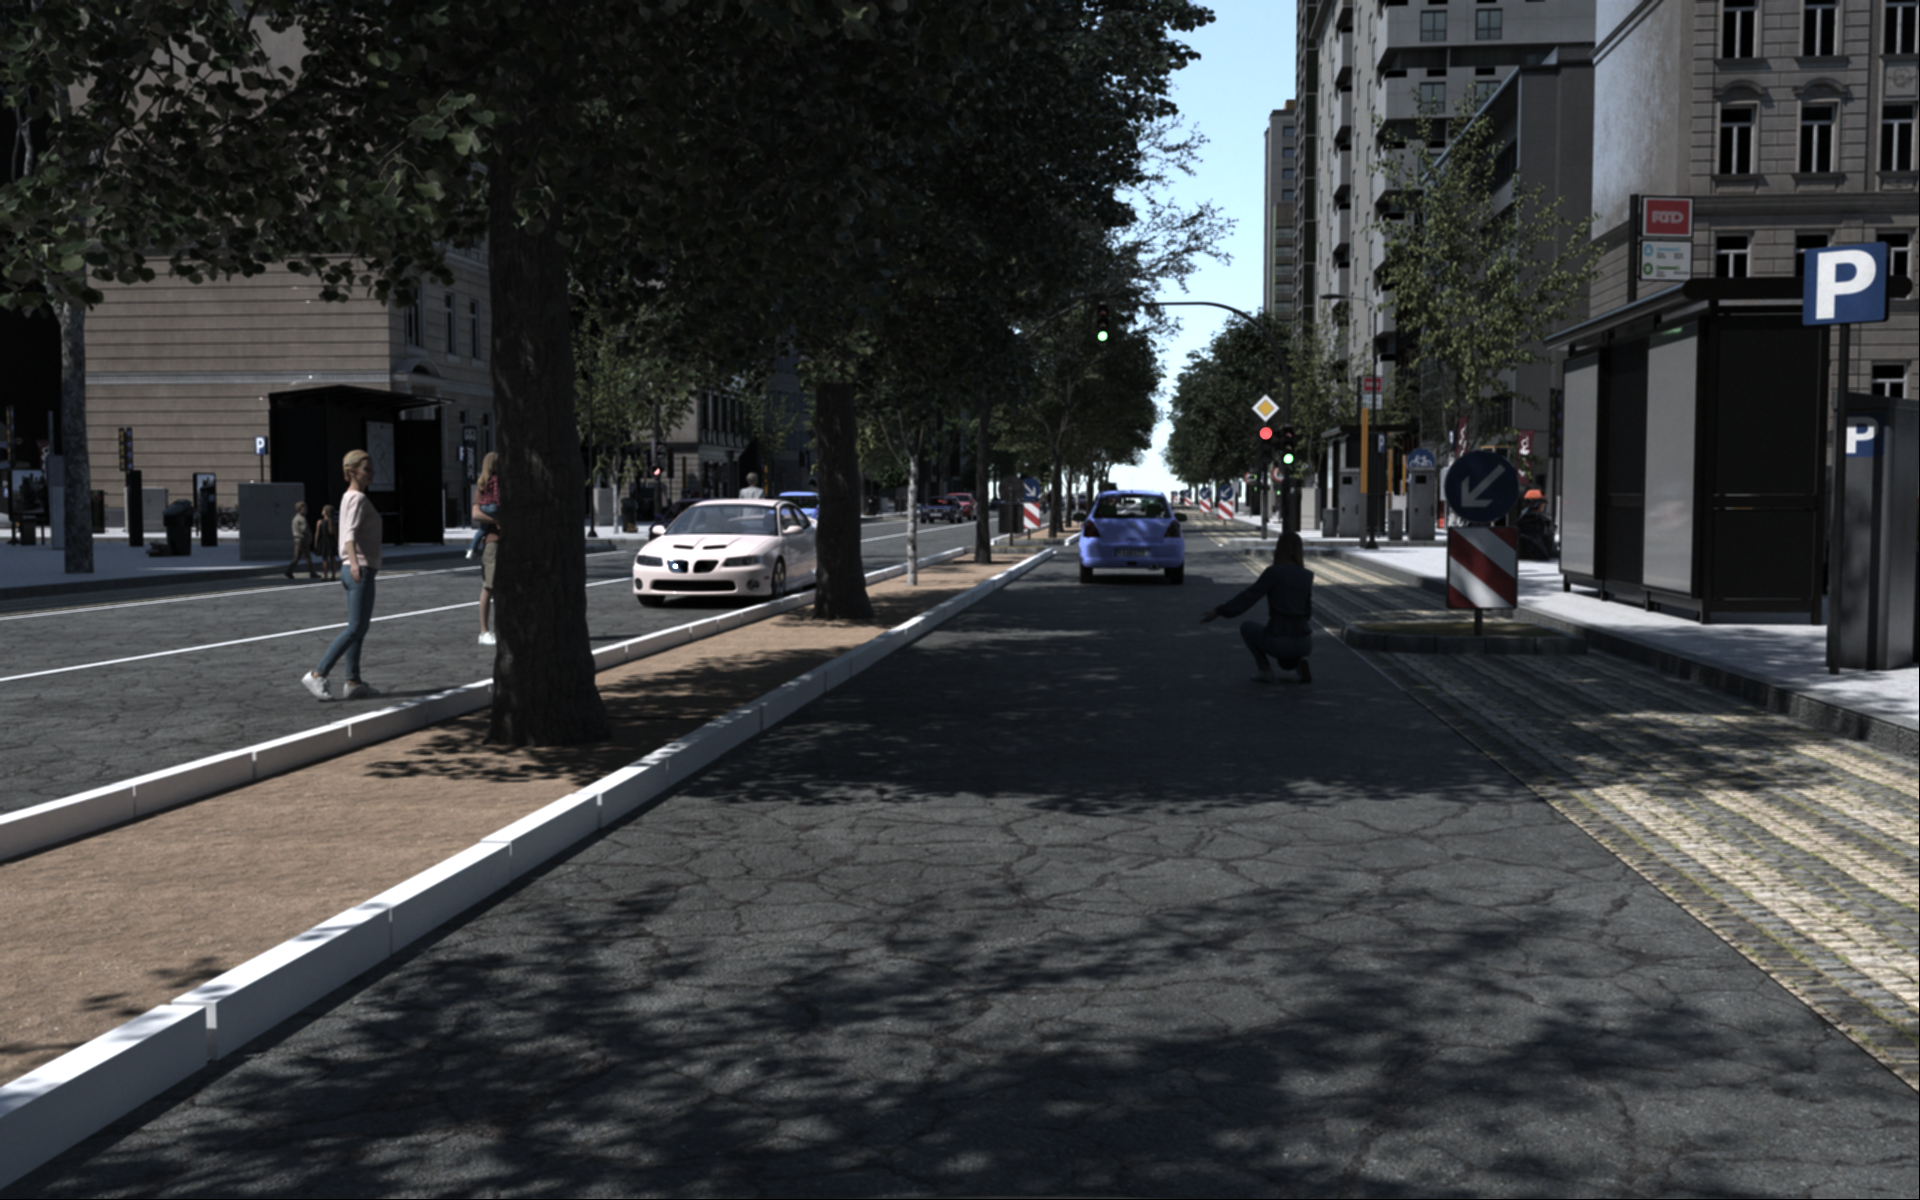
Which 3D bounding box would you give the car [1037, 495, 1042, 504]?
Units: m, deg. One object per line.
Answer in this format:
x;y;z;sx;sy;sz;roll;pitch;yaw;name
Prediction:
9.742;-12.399;215.304;1.945;1.354;3.894;0;4;7;car

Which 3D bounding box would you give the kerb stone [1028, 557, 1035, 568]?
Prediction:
1.298;-0.682;33.384;0.120;0.150;1.000;0;4;6;kerb stone

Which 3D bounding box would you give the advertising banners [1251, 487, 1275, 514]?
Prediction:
19.615;-7.026;111.055;2.074;3.025;0.090;0;4;-4;advertising banners

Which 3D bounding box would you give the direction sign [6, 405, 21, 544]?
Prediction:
-24.418;-3.219;44.628;0.379;3.537;0.876;-3;5;-39;direction sign

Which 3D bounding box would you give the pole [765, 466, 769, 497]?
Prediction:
-12.232;-7.084;109.668;0.158;3.312;0.155;0;3;0;pole

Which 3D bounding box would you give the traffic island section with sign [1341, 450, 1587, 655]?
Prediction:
4.663;-0.471;16.335;1.989;1.847;2.006;0;4;6;traffic island section with sign

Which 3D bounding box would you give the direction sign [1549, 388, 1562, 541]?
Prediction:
12.825;-2.775;37.368;0.379;3.537;0.876;2;4;33;direction sign

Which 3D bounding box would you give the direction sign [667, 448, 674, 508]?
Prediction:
-14.354;-5.745;85.932;0.379;3.537;0.876;1;4;10;direction sign

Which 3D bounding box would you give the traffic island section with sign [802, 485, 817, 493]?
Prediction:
-6.398;-3.944;73.107;1.989;1.847;2.006;0;4;6;traffic island section with sign

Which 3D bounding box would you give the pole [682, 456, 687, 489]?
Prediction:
-14.935;-6.121;93.916;0.158;3.312;0.155;0;3;0;pole

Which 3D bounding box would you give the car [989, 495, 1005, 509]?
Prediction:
3.758;-9.138;161.982;1.945;1.354;3.894;0;4;6;car

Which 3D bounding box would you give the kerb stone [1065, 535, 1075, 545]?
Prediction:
3.185;-1.715;50.301;0.120;0.150;1.000;0;4;6;kerb stone

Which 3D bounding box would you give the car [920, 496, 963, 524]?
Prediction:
-0.903;-4.460;85.507;1.945;1.354;3.894;0;4;8;car

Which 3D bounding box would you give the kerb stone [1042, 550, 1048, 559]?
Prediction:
1.755;-0.934;37.468;0.120;0.150;1.000;0;4;6;kerb stone

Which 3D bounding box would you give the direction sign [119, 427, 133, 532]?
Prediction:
-28.408;-4.101;59.045;0.876;3.537;0.379;3;4;38;direction sign

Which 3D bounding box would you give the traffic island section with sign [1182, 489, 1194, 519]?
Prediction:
13.816;-5.495;98.479;1.989;1.847;2.006;0;4;6;traffic island section with sign

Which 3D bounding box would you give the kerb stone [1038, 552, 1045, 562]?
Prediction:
1.642;-0.872;36.450;0.120;0.150;1.000;0;4;6;kerb stone

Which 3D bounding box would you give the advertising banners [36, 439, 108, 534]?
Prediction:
-28.543;-3.639;55.689;0.090;3.025;2.074;3;5;45;advertising banners

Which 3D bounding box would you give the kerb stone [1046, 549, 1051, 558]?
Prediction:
1.870;-0.991;38.486;0.120;0.150;1.000;0;4;6;kerb stone

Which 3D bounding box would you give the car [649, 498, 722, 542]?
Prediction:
-5.963;-1.679;40.038;1.945;1.354;3.894;0;4;6;car

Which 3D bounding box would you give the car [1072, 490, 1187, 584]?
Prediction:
2.843;-1.185;28.968;1.945;1.707;3.694;0;4;4;car

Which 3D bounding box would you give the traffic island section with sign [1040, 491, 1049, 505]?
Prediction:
11.336;-13.647;231.750;1.989;1.847;2.006;0;4;6;traffic island section with sign

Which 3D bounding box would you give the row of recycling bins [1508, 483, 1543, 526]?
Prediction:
20.116;-3.427;63.148;3.534;1.692;1.069;-3;5;-40;row of recycling bins

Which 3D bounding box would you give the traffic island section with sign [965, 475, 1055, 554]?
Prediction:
1.186;-2.067;41.925;2.006;1.907;1.989;0;4;6;traffic island section with sign

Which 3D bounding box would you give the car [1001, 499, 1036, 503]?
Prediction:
3.253;-4.995;93.667;2.014;1.417;4.499;1;4;8;car

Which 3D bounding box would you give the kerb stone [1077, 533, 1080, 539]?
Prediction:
3.525;-1.899;53.353;0.120;0.150;1.000;0;4;6;kerb stone

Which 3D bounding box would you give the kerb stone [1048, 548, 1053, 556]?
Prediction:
1.984;-1.058;39.502;0.120;0.150;1.000;0;4;6;kerb stone

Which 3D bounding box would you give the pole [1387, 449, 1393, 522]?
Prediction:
19.474;-5.173;78.423;0.158;3.312;0.155;0;3;0;pole

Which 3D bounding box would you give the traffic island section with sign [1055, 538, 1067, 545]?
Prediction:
2.018;-2.517;49.286;2.006;1.907;1.989;0;4;6;traffic island section with sign

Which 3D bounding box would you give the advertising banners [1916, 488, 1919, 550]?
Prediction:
19.819;-2.506;37.154;2.074;3.025;0.090;0;4;5;advertising banners

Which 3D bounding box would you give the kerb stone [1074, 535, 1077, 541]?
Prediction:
3.300;-1.781;51.317;0.120;0.150;1.000;0;4;6;kerb stone

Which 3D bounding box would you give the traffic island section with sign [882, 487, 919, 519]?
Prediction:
-3.408;-5.582;99.897;1.989;1.847;2.006;0;4;6;traffic island section with sign

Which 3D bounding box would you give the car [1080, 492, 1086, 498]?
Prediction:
18.782;-15.335;259.400;2.281;1.827;5.304;0;4;6;car

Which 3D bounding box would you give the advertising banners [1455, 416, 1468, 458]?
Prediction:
11.458;-2.574;38.274;0.090;3.025;2.074;-1;4;-11;advertising banners

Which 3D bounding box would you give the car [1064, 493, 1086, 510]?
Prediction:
10.295;-8.797;152.871;2.155;1.783;4.494;0;4;4;car

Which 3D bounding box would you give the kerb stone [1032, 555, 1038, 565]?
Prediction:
1.406;-0.747;34.404;0.120;0.150;1.000;0;4;6;kerb stone

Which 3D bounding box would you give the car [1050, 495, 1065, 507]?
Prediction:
11.033;-11.349;197.555;2.014;1.417;4.499;0;4;5;car

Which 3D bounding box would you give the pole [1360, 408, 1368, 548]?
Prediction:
9.597;-2.893;41.137;0.158;3.312;0.155;0;3;0;pole

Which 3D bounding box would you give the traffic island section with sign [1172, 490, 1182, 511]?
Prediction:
19.332;-8.513;147.809;1.989;1.847;2.006;0;4;6;traffic island section with sign

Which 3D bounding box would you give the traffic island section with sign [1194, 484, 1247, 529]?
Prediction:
10.807;-3.844;71.482;1.989;1.847;2.006;0;4;6;traffic island section with sign

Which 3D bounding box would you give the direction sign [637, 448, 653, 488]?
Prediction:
-15.639;-5.752;86.044;0.876;3.537;0.379;-3;4;-37;direction sign

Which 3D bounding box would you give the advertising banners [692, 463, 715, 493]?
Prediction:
-15.066;-6.335;99.768;2.074;3.025;0.090;-2;4;-28;advertising banners

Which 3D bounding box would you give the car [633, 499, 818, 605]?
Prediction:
-3.054;-0.700;23.802;2.083;1.381;4.827;0;4;7;car

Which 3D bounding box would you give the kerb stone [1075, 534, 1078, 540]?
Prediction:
3.414;-1.844;52.337;0.120;0.150;1.000;0;4;6;kerb stone

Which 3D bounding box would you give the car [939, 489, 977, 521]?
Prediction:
-0.090;-5.261;95.056;2.155;1.783;4.494;0;4;6;car

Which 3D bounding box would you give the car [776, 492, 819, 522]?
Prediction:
-5.264;-2.845;56.099;1.945;1.707;3.694;0;4;5;car

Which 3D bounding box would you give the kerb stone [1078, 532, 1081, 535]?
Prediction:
3.644;-1.961;54.370;0.120;0.150;1.000;0;4;6;kerb stone

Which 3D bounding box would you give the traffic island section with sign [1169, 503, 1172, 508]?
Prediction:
22.325;-10.153;174.625;1.989;1.847;2.006;0;4;6;traffic island section with sign

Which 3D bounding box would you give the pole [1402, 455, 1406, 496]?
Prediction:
23.090;-5.886;90.086;0.158;3.312;0.155;0;3;0;pole

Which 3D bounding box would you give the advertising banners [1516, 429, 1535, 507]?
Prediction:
14.879;-3.151;47.707;0.090;3.025;2.074;-3;4;-39;advertising banners

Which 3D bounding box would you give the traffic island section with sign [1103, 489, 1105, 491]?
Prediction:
10.348;-7.084;123.963;2.006;1.907;1.989;0;4;6;traffic island section with sign

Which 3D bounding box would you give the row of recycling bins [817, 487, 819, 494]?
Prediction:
-7.599;-5.580;98.352;1.069;1.692;3.534;-2;4;-28;row of recycling bins

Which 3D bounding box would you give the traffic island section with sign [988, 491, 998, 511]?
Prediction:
2.230;-8.664;150.289;1.989;1.847;2.006;0;4;6;traffic island section with sign

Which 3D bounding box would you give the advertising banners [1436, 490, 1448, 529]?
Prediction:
17.767;-4.133;63.756;0.090;3.025;2.074;-2;4;-34;advertising banners

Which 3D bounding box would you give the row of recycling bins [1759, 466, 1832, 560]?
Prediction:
12.697;-1.131;25.613;1.069;1.692;3.534;0;4;8;row of recycling bins

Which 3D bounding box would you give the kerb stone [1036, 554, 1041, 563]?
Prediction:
1.522;-0.805;35.427;0.120;0.150;1.000;0;4;6;kerb stone

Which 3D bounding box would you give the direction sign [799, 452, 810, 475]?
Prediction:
-8.311;-6.152;92.580;0.379;3.537;0.876;-3;5;-42;direction sign
